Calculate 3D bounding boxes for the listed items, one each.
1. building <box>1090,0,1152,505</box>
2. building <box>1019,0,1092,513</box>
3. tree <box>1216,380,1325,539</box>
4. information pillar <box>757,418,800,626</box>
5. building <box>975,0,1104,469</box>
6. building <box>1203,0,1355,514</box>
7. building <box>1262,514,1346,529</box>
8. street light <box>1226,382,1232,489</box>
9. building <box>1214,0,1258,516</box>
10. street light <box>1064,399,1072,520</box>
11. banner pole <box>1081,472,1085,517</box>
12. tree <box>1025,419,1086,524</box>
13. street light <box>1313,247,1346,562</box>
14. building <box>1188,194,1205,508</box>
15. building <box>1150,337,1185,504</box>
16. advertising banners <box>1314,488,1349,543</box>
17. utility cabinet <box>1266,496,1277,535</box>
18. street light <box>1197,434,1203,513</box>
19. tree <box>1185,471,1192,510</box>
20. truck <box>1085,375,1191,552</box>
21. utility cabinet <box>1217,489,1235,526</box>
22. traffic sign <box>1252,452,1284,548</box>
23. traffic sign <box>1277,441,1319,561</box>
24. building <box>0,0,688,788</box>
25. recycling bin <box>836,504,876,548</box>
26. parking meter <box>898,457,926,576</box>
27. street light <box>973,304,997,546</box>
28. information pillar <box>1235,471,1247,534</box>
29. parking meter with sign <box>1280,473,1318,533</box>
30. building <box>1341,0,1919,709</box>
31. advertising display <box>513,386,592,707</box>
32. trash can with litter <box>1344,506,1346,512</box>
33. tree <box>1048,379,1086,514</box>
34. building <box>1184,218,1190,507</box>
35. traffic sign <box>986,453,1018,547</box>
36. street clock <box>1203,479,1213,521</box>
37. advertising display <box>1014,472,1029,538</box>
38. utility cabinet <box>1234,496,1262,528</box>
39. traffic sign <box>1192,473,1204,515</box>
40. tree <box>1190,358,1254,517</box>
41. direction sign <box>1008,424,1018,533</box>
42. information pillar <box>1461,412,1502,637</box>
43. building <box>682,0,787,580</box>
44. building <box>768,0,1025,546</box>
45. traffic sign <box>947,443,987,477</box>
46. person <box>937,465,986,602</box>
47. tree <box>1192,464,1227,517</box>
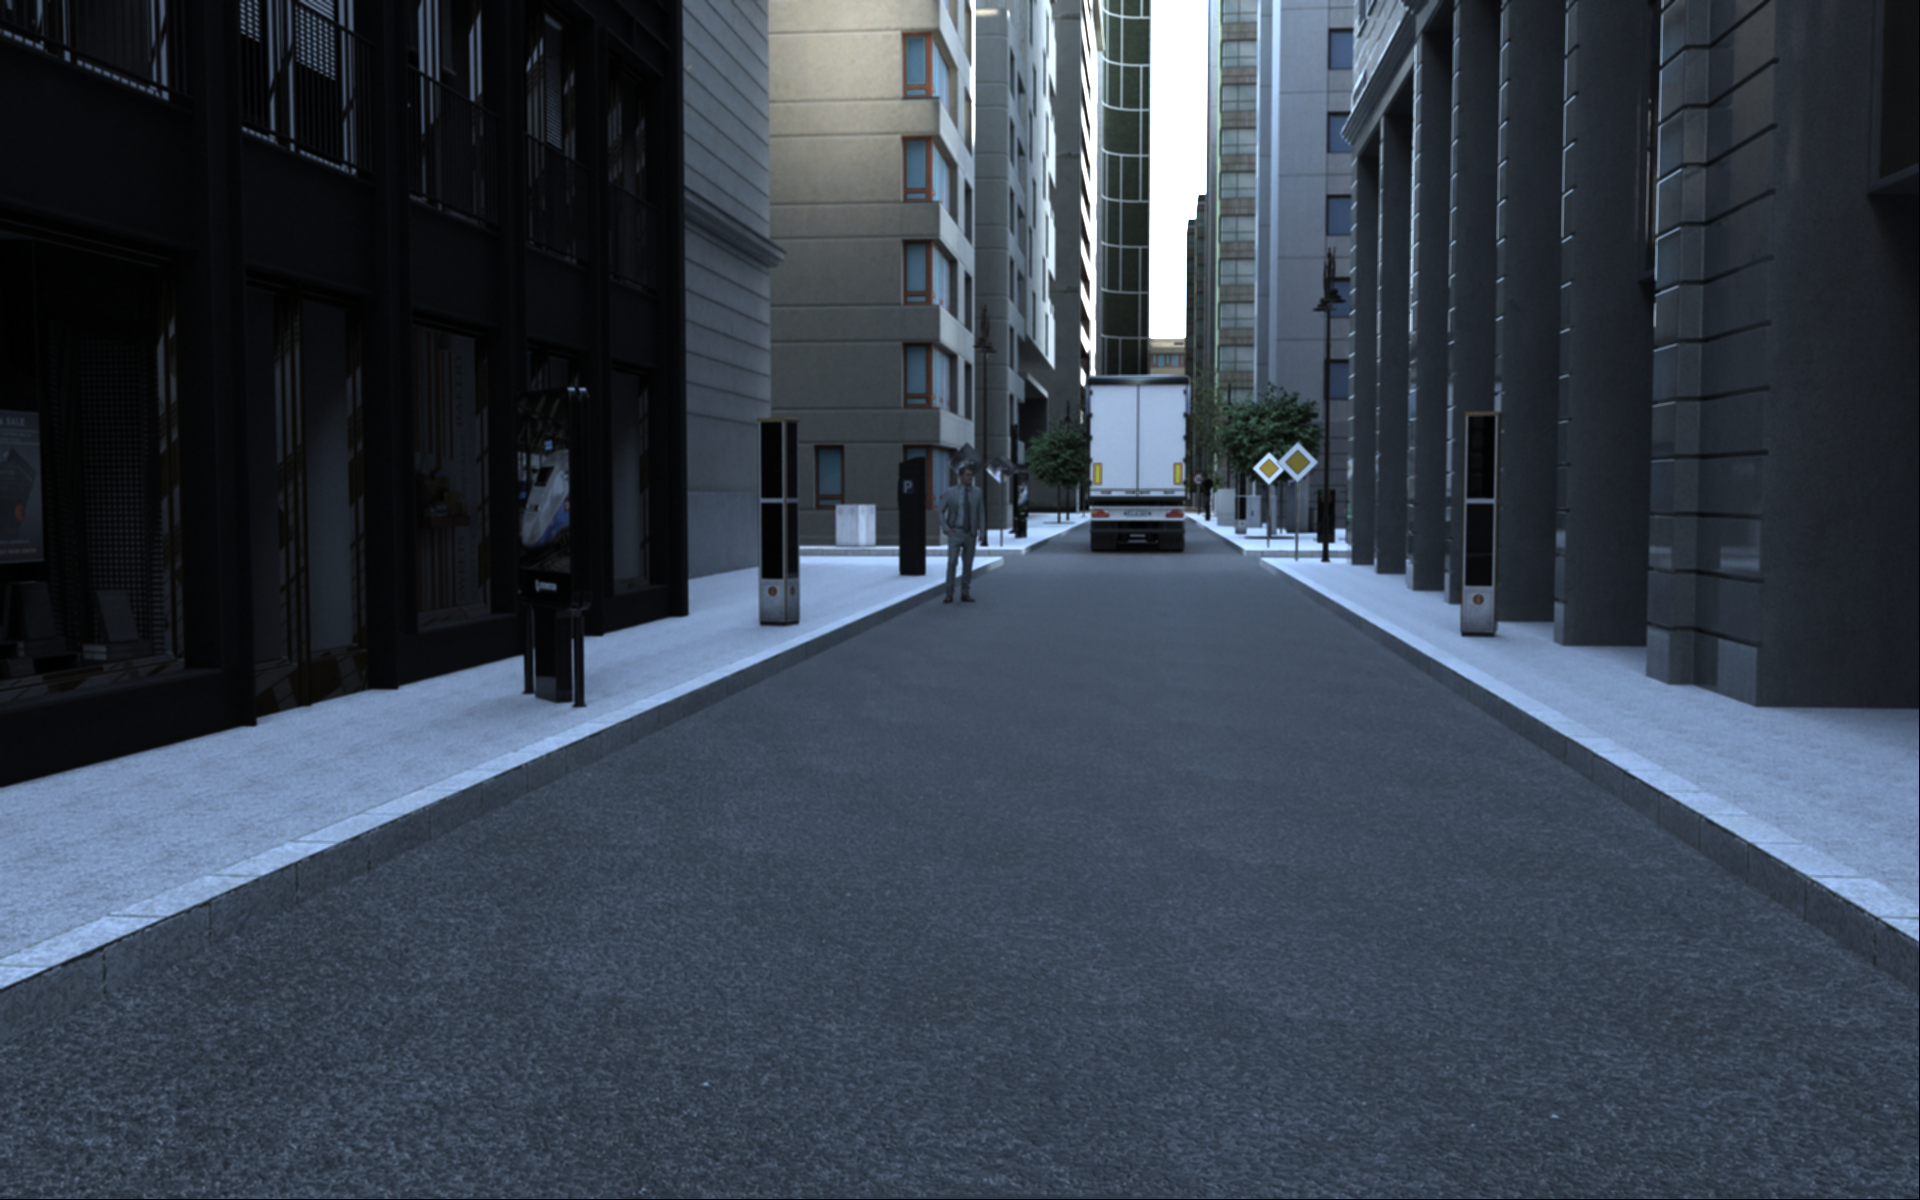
[{"bbox_3d":[12.771,-47.187,209.760,20.611,71.187,20.563,0,4,6],"label":"building"},{"bbox_3d":[-1.343,-30.835,127.859,21.300,48.544,21.600,0,4,6],"label":"building"},{"bbox_3d":[9.031,-4.065,50.180,4.285,4.588,4.351,0,3,0],"label":"tree"},{"bbox_3d":[-1.771,-0.762,16.943,0.304,2.012,0.304,1,4,21],"label":"information pillar"},{"bbox_3d":[0.560,-36.014,178.061,27.495,52.752,28.713,0,4,6],"label":"building"},{"bbox_3d":[31.260,-36.929,145.780,21.231,58.520,28.212,0,4,6],"label":"building"},{"bbox_3d":[23.661,-32.626,75.441,21.231,58.520,28.212,0,4,6],"label":"building"},{"bbox_3d":[11.141,-6.058,71.832,0.468,5.910,1.993,0,4,6],"label":"street light"},{"bbox_3d":[22.937,-25.919,107.369,14.154,41.232,14.086,0,4,6],"label":"building"},{"bbox_3d":[5.282,-6.843,84.666,0.468,5.910,1.993,0,4,6],"label":"street light"},{"bbox_3d":[6.818,-6.495,96.213,0.401,3.779,0.863,-1,4,-12],"label":"banner pole"},{"bbox_3d":[4.433,-5.643,75.979,4.285,4.588,4.351,0,3,0],"label":"tree"},{"bbox_3d":[6.923,-3.660,32.627,0.468,5.910,1.993,0,4,6],"label":"street light"},{"bbox_3d":[29.756,-24.241,168.047,14.160,30.474,14.107,0,4,6],"label":"building"},{"bbox_3d":[37.849,-22.498,212.882,28.899,21.520,27.650,0,4,6],"label":"building"},{"bbox_3d":[10.296,-2.996,45.170,2.074,3.025,0.090,1,4,19],"label":"advertising banners"},{"bbox_3d":[9.834,-2.662,54.687,0.306,1.237,1.020,0,4,8],"label":"utility cabinet"},{"bbox_3d":[15.901,-8.681,114.726,0.468,5.910,1.993,0,4,6],"label":"street light"},{"bbox_3d":[17.972,-8.153,127.900,1.663,3.219,1.824,0,3,0],"label":"tree"},{"bbox_3d":[4.783,-3.519,46.445,2.839,4.237,11.283,0,4,6],"label":"truck"},{"bbox_3d":[10.822,-3.708,69.312,0.318,1.500,1.173,-3,4,-36],"label":"utility cabinet"},{"bbox_3d":[7.309,-2.286,41.020,0.795,2.450,0.064,0,4,6],"label":"traffic sign"},{"bbox_3d":[6.438,-1.801,33.082,0.795,2.450,0.064,0,4,6],"label":"traffic sign"},{"bbox_3d":[-9.845,-11.055,10.422,12.332,23.373,15.834,0,4,6],"label":"building"},{"bbox_3d":[-2.525,-1.797,41.931,0.722,1.027,0.722,2,4,34],"label":"recycling bin"},{"bbox_3d":[-0.760,-1.325,27.381,0.399,1.863,0.255,2,4,34],"label":"parking meter"},{"bbox_3d":[0.614,-4.256,42.366,0.468,5.910,1.993,0,4,6],"label":"street light"},{"bbox_3d":[9.039,-3.132,55.698,0.304,2.012,0.304,-1,4,-9],"label":"information pillar"},{"bbox_3d":[11.111,-3.704,56.825,1.738,3.016,0.543,-3,4,-38],"label":"parking meter with sign"},{"bbox_3d":[10.928,-14.593,16.093,11.434,29.767,29.804,0,4,6],"label":"building"},{"bbox_3d":[-2.534,-0.338,10.748,0.123,1.923,0.974,-2,4,-34],"label":"advertising display"},{"bbox_3d":[10.778,-2.179,47.019,0.624,1.170,1.055,1,4,18],"label":"trash can with litter"},{"bbox_3d":[7.286,-9.785,110.350,4.360,8.622,3.978,0,3,0],"label":"tree"},{"bbox_3d":[30.713,-25.122,182.445,14.160,30.474,14.107,0,4,6],"label":"building"},{"bbox_3d":[1.005,-2.329,41.729,0.795,2.450,0.064,0,4,6],"label":"traffic sign"},{"bbox_3d":[12.024,-4.857,83.984,0.471,2.002,0.358,0,4,-5],"label":"street clock"},{"bbox_3d":[1.791,-2.787,50.782,0.123,1.923,0.974,1,4,21],"label":"advertising display"},{"bbox_3d":[11.005,-3.361,66.117,1.020,1.237,0.306,1,4,22],"label":"utility cabinet"},{"bbox_3d":[14.276,-6.334,103.671,0.768,2.556,0.104,1,4,15],"label":"traffic sign"},{"bbox_3d":[13.985,-8.829,94.718,4.737,8.622,4.395,0,3,0],"label":"tree"},{"bbox_3d":[1.767,-3.946,56.517,0.379,3.537,0.876,-1,4,-11],"label":"direction sign"},{"bbox_3d":[4.704,-0.681,15.634,0.304,2.012,0.304,1,4,21],"label":"information pillar"},{"bbox_3d":[-15.116,-14.621,26.445,23.554,28.519,14.401,0,4,6],"label":"building"},{"bbox_3d":[-12.665,-13.015,57.834,27.650,21.520,28.899,0,4,6],"label":"building"},{"bbox_3d":[0.134,-1.844,33.792,0.795,2.450,0.064,0,4,6],"label":"traffic sign"},{"bbox_3d":[0.028,-0.885,23.070,0.635,1.810,0.391,-1,4,-22],"label":"person"},{"bbox_3d":[14.334,-6.365,98.672,1.663,3.219,1.824,0,3,0],"label":"tree"}]
